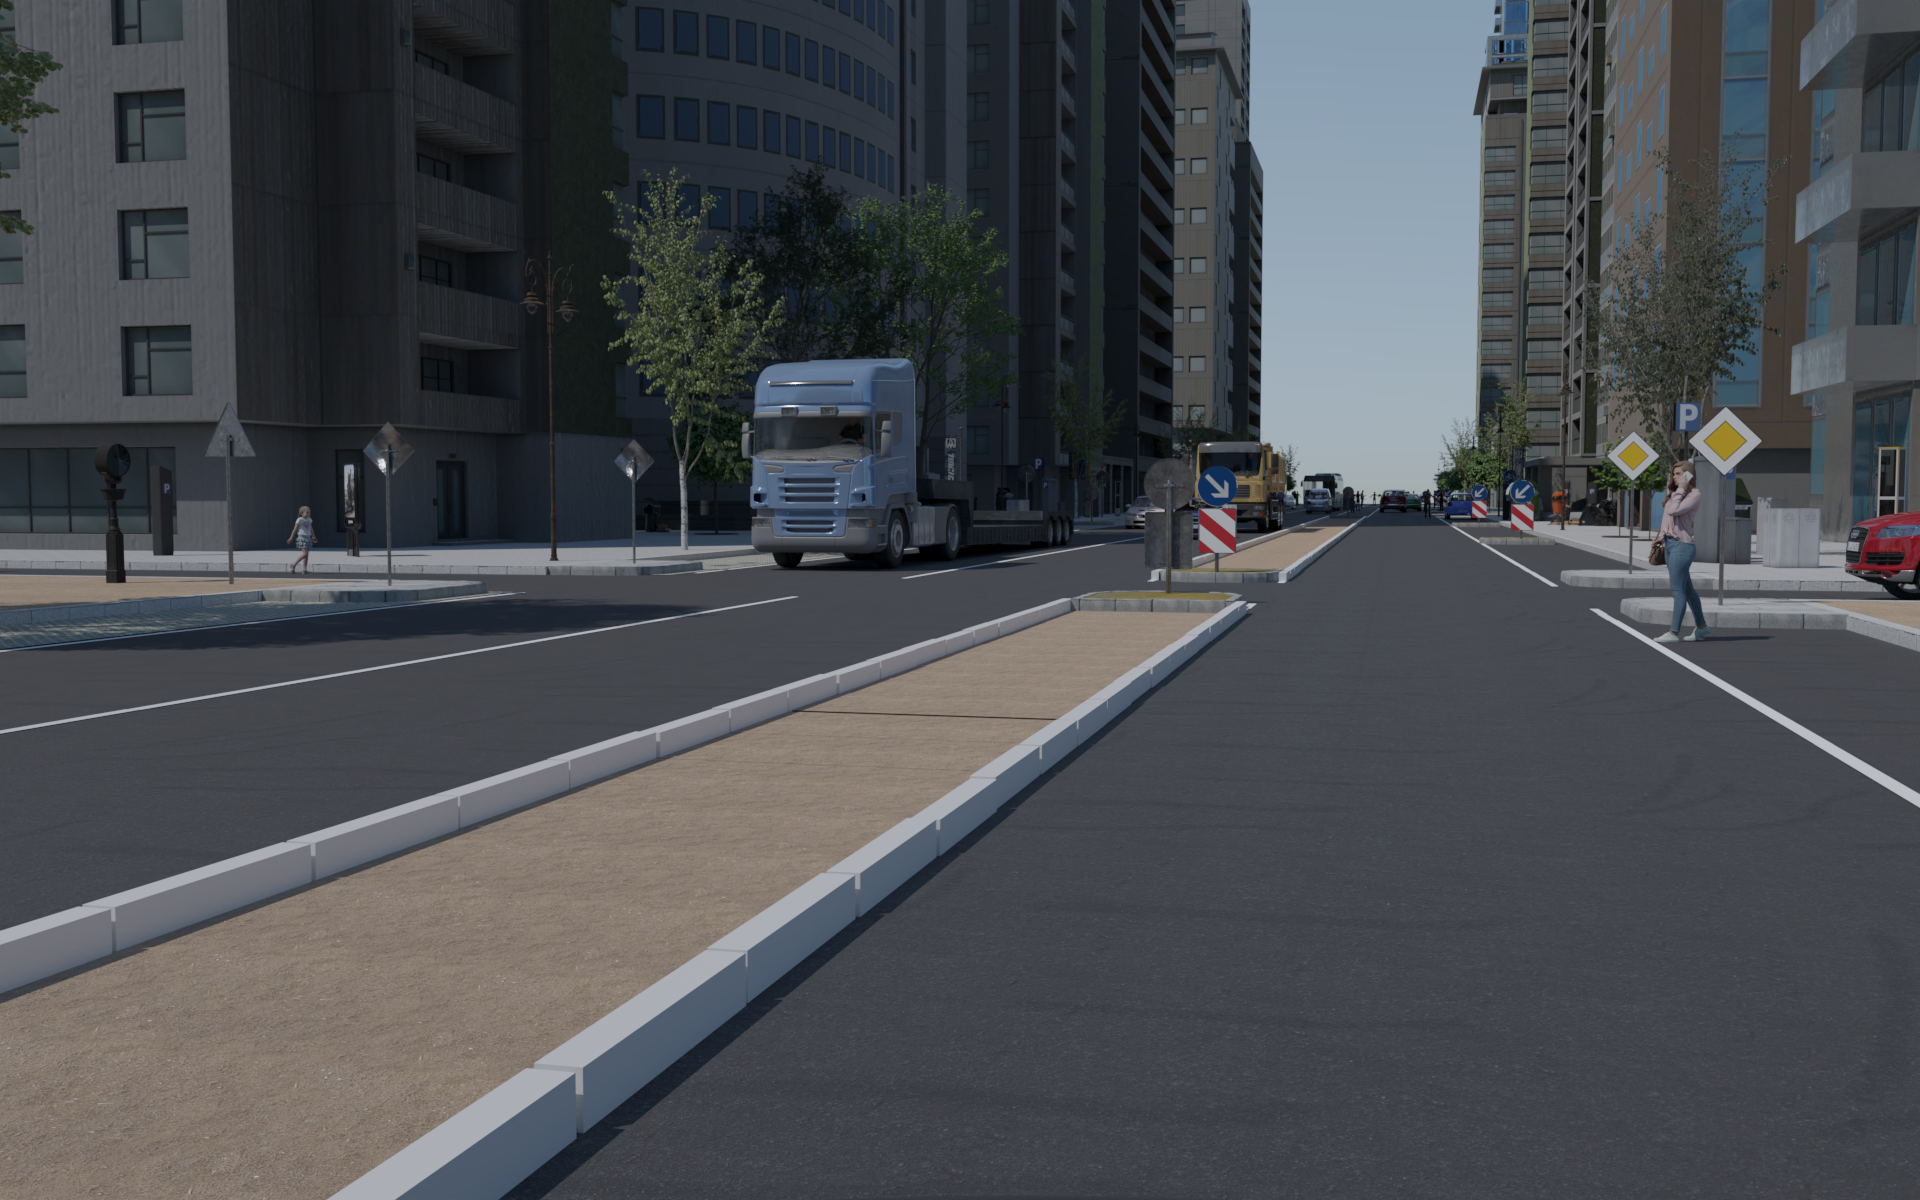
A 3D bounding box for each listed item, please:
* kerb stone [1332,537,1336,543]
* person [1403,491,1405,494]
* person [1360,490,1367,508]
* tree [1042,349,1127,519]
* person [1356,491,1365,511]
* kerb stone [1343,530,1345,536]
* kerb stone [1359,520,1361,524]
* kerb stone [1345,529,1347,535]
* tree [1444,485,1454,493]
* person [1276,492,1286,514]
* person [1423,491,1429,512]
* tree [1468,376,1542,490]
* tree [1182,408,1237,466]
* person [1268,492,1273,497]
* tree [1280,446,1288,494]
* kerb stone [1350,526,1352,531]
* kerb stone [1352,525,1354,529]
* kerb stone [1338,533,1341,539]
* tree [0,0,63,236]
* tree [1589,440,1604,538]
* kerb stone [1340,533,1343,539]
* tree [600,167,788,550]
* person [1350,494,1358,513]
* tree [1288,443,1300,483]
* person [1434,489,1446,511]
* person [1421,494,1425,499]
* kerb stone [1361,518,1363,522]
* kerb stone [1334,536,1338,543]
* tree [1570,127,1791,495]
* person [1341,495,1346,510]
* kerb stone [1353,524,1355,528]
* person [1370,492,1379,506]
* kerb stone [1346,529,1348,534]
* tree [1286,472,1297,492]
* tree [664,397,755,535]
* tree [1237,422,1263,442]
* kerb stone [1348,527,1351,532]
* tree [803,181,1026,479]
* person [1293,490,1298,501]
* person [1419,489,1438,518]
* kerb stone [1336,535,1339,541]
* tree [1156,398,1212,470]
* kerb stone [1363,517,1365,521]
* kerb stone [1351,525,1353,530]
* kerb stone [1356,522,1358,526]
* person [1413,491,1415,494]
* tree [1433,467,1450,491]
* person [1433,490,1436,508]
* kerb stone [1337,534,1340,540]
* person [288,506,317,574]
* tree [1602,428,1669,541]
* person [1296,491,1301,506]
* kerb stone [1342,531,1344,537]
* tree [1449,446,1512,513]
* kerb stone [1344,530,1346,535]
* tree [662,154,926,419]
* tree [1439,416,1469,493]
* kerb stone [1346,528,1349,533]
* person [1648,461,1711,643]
[{"bbox_3d":[10.419,-1.616,48.623,0.120,0.150,1.000,1,4,14],"label":"kerb stone"},{"bbox_3d":[44.385,-10.044,173.277,0.990,1.755,0.434,2,4,34],"label":"person"},{"bbox_3d":[41.228,-10.313,176.988,0.599,1.838,0.709,-1,4,-11],"label":"person"},{"bbox_3d":[6.107,-8.421,88.045,4.737,8.622,4.395,0,3,0],"label":"tree"},{"bbox_3d":[34.160,-8.518,148.493,1.217,1.735,0.721,3,4,39],"label":"person"},{"bbox_3d":[12.432,-2.103,56.575,0.120,0.150,1.000,1,4,14],"label":"kerb stone"},{"bbox_3d":[17.966,-3.437,78.461,0.120,0.150,1.000,1,4,14],"label":"kerb stone"},{"bbox_3d":[12.940,-2.223,58.566,0.120,0.150,1.000,1,4,14],"label":"kerb stone"},{"bbox_3d":[57.851,-12.825,204.297,1.663,3.219,1.824,0,3,0],"label":"tree"},{"bbox_3d":[22.902,-7.037,123.430,0.709,1.838,0.599,2,4,26],"label":"person"},{"bbox_3d":[37.668,-7.989,139.921,0.445,1.727,0.742,1,4,17],"label":"person"},{"bbox_3d":[34.554,-9.690,108.800,4.737,8.622,4.395,0,3,0],"label":"tree"},{"bbox_3d":[21.247,-12.164,149.238,4.737,8.622,4.395,0,3,0],"label":"tree"},{"bbox_3d":[18.848,-5.852,104.961,0.721,1.735,1.217,3,5,43],"label":"person"},{"bbox_3d":[34.368,-15.311,200.696,4.737,8.622,4.395,0,3,0],"label":"tree"},{"bbox_3d":[14.447,-2.587,64.519,0.120,0.150,1.000,1,4,14],"label":"kerb stone"},{"bbox_3d":[14.947,-2.710,66.510,0.120,0.150,1.000,1,4,14],"label":"kerb stone"},{"bbox_3d":[11.421,-1.859,52.590,0.120,0.150,1.000,1,4,14],"label":"kerb stone"},{"bbox_3d":[-12.245,-6.019,16.534,7.486,12.596,7.792,0,3,0],"label":"tree"},{"bbox_3d":[19.311,-3.446,50.944,1.663,3.219,1.824,0,3,0],"label":"tree"},{"bbox_3d":[11.682,-1.920,53.585,0.120,0.150,1.000,1,4,14],"label":"kerb stone"},{"bbox_3d":[-6.204,-5.434,39.215,4.737,8.622,4.395,0,3,0],"label":"tree"},{"bbox_3d":[30.344,-7.637,134.066,1.217,1.736,0.721,-2,4,-24],"label":"person"},{"bbox_3d":[47.201,-18.362,250.586,4.737,8.622,4.395,0,3,0],"label":"tree"},{"bbox_3d":[39.992,-8.286,143.912,0.705,1.831,1.348,-2,4,-33],"label":"person"},{"bbox_3d":[60.150,-13.156,223.685,1.350,1.814,0.705,2,4,33],"label":"person"},{"bbox_3d":[19.471,-3.803,84.411,0.120,0.150,1.000,1,4,14],"label":"kerb stone"},{"bbox_3d":[10.670,-1.677,49.617,0.120,0.150,1.000,1,4,14],"label":"kerb stone"},{"bbox_3d":[14.991,-5.215,35.636,4.360,8.622,3.978,0,3,0],"label":"tree"},{"bbox_3d":[33.756,-8.857,153.834,1.217,1.766,0.721,0,4,6],"label":"person"},{"bbox_3d":[15.451,-2.831,68.509,0.120,0.150,1.000,1,4,14],"label":"kerb stone"},{"bbox_3d":[50.082,-12.241,209.349,1.217,1.736,0.721,0,4,-2],"label":"person"},{"bbox_3d":[13.185,-2.280,59.560,0.120,0.150,1.000,1,4,14],"label":"kerb stone"},{"bbox_3d":[48.079,-16.620,255.452,4.285,4.588,4.351,0,3,0],"label":"tree"},{"bbox_3d":[-7.753,-4.364,55.068,4.285,4.588,4.351,0,3,0],"label":"tree"},{"bbox_3d":[28.080,-13.676,173.969,4.737,8.622,4.395,0,3,0],"label":"tree"},{"bbox_3d":[13.942,-2.463,62.539,0.120,0.150,1.000,1,4,14],"label":"kerb stone"},{"bbox_3d":[-1.505,-8.155,59.082,9.928,11.665,9.643,0,3,0],"label":"tree"},{"bbox_3d":[34.048,-10.263,176.311,0.705,1.822,1.348,3,5,45],"label":"person"},{"bbox_3d":[28.201,-5.819,104.365,1.217,1.743,0.721,1,4,14],"label":"person"},{"bbox_3d":[10.919,-1.735,50.608,0.120,0.150,1.000,1,4,14],"label":"kerb stone"},{"bbox_3d":[17.119,-11.137,132.452,4.360,8.622,3.978,0,3,0],"label":"tree"},{"bbox_3d":[20.239,-3.988,87.398,0.120,0.150,1.000,1,4,14],"label":"kerb stone"},{"bbox_3d":[14.695,-2.649,65.511,0.120,0.150,1.000,1,4,14],"label":"kerb stone"},{"bbox_3d":[16.697,-3.136,73.473,0.120,0.150,1.000,1,4,14],"label":"kerb stone"},{"bbox_3d":[43.887,-9.687,167.402,1.217,1.766,0.721,3,5,44],"label":"person"},{"bbox_3d":[53.506,-12.395,186.371,4.285,4.588,4.351,0,3,0],"label":"tree"},{"bbox_3d":[47.667,-10.109,173.798,0.705,1.823,1.348,1,4,14],"label":"person"},{"bbox_3d":[11.173,-1.796,51.598,0.120,0.150,1.000,1,4,14],"label":"kerb stone"},{"bbox_3d":[-11.768,-1.073,31.052,0.382,1.210,0.505,1,4,19],"label":"person"},{"bbox_3d":[18.981,-3.228,47.379,1.663,3.219,1.824,0,3,0],"label":"tree"},{"bbox_3d":[42.072,-12.693,216.112,1.350,1.814,0.705,-2,4,-33],"label":"person"},{"bbox_3d":[12.179,-2.041,55.584,0.120,0.150,1.000,1,4,14],"label":"kerb stone"},{"bbox_3d":[35.761,-8.148,116.928,4.285,4.588,4.351,0,3,0],"label":"tree"},{"bbox_3d":[12.683,-2.162,57.566,0.120,0.150,1.000,1,4,14],"label":"kerb stone"},{"bbox_3d":[-4.704,-6.917,47.510,7.601,10.594,8.767,1,4,17],"label":"tree"},{"bbox_3d":[47.187,-12.973,162.474,4.737,8.622,4.395,0,3,0],"label":"tree"},{"bbox_3d":[13.436,-2.346,60.558,0.120,0.150,1.000,1,4,14],"label":"kerb stone"},{"bbox_3d":[7.026,-0.470,16.776,0.643,1.750,0.593,0,4,1],"label":"person"}]
